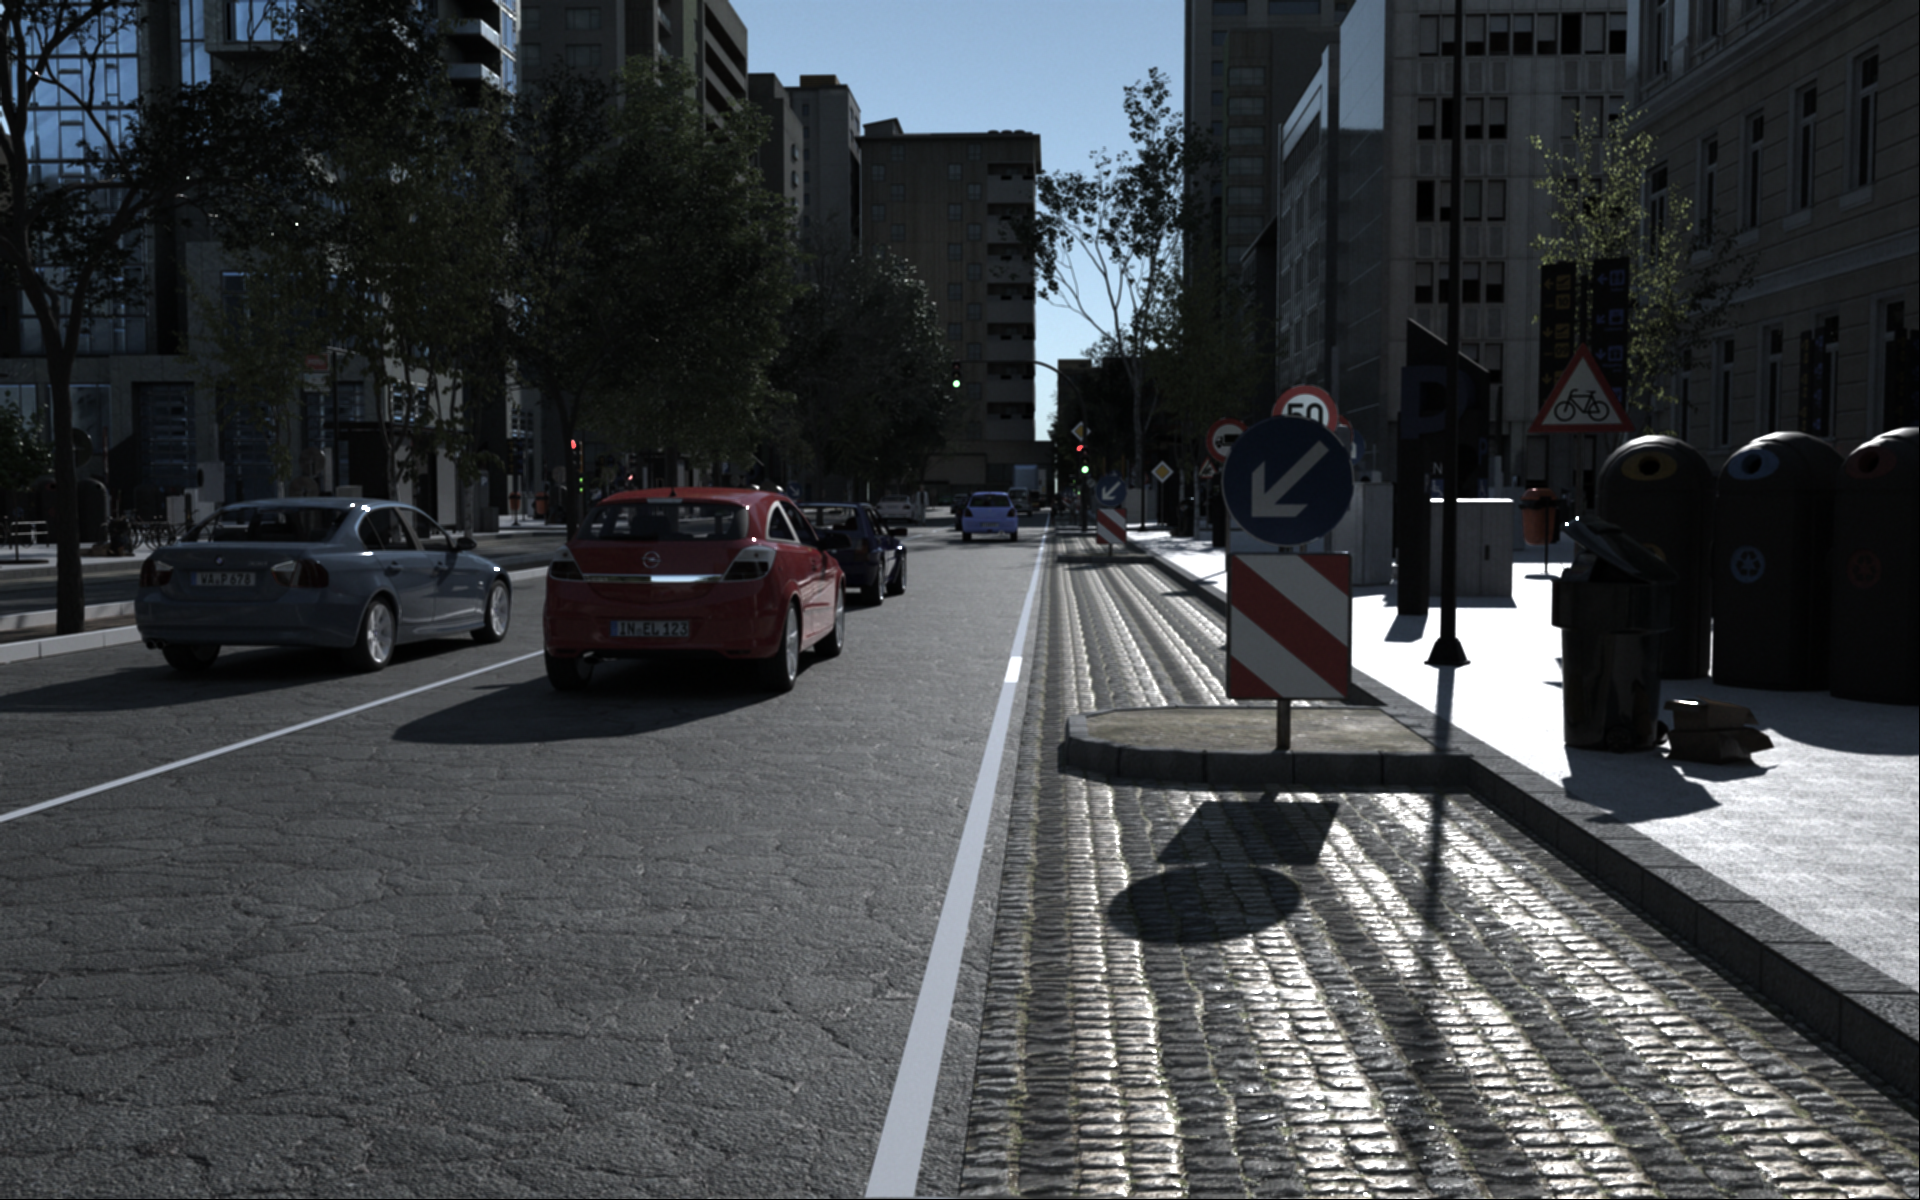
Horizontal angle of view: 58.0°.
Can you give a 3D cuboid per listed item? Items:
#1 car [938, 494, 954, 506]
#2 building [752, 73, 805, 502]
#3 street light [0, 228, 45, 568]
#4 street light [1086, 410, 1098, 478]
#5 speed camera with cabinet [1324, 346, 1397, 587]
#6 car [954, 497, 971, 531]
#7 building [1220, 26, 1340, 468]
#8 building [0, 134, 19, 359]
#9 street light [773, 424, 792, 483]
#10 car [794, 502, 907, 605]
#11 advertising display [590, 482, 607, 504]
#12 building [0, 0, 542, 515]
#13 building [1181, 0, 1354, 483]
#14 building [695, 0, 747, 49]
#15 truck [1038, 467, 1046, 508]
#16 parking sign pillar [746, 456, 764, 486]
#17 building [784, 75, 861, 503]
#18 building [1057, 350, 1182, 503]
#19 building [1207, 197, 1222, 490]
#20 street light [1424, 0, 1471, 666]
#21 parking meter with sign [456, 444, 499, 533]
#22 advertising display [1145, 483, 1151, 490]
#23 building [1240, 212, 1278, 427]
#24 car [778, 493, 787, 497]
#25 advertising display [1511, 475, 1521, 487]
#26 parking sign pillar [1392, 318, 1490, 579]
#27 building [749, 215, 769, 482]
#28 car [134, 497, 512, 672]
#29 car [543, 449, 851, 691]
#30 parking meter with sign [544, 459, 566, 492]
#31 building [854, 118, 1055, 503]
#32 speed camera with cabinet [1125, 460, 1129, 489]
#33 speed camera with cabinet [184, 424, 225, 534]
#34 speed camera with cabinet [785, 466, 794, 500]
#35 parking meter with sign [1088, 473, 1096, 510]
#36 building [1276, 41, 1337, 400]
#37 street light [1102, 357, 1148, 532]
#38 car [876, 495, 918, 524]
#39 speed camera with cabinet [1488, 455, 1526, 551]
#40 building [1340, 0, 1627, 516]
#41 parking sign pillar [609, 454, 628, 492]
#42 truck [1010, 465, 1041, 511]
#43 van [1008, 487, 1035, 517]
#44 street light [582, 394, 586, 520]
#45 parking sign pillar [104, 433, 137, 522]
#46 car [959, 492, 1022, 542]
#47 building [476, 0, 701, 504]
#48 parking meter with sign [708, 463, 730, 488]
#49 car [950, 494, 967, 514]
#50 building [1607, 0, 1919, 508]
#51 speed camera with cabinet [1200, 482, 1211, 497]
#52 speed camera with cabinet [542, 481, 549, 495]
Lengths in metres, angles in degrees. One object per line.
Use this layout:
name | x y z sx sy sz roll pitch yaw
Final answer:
car | -1.646 -12.039 205.636 1.959 1.807 4.718 0 4 2
building | -29.753 -35.102 197.625 21.600 48.544 21.300 0 4 3
street light | -16.340 -3.510 29.926 1.470 5.913 1.316 0 4 3
street light | 7.616 -7.531 95.666 1.470 5.913 1.316 0 4 3
speed camera with cabinet | 5.313 -1.811 23.952 0.660 3.252 2.038 3 4 38
car | 0.725 -3.474 69.380 1.945 1.354 3.894 0 4 2
building | 30.384 -28.873 155.664 14.154 41.232 14.086 0 4 3
building | -65.424 -15.192 93.421 28.899 21.520 27.650 0 4 3
street light | -11.746 -8.647 113.926 1.470 5.913 1.316 0 4 3
car | -1.744 -0.680 23.698 1.945 1.354 3.894 0 4 5
advertising display | -19.447 -5.355 92.764 0.974 1.923 0.123 3 4 37
building | -36.797 -47.761 93.568 22.319 86.520 31.000 0 4 3
building | 35.091 -39.664 190.509 21.231 58.520 28.212 0 4 3
building | -31.262 -32.478 154.709 21.300 48.544 21.600 0 4 3
truck | 7.743 -11.840 182.497 2.839 4.237 11.283 0 4 1
parking sign pillar | -13.161 -7.516 111.355 1.447 3.967 1.447 3 5 40
building | -28.507 -43.142 247.376 28.212 58.520 21.231 0 4 3
building | 28.496 -24.683 248.610 28.899 21.520 27.650 0 4 3
building | 31.214 -24.363 170.041 14.160 30.474 14.107 0 4 3
street light | 3.146 -2.472 12.954 1.470 5.913 1.316 0 4 3
parking meter with sign | -16.081 -3.755 57.656 1.738 3.016 0.543 2 4 32
advertising display | 11.140 -5.851 100.885 0.974 1.923 0.123 0 4 2
building | 28.960 -18.749 125.614 14.314 24.678 30.058 0 4 3
car | -8.696 -4.301 79.912 1.945 1.707 3.694 0 4 1
advertising display | 18.468 -3.202 57.563 0.123 1.923 0.974 0 4 7
parking sign pillar | 7.293 -2.306 26.175 1.447 3.967 1.447 3 5 41
building | -27.193 -24.537 172.887 14.160 30.474 14.107 0 4 3
car | -5.430 -0.202 15.312 2.014 1.417 4.499 0 4 5
car | -2.013 -0.309 14.092 2.155 1.783 4.494 0 4 3
parking meter with sign | -19.715 -5.478 85.819 1.738 3.016 0.543 -1 4 -13
building | 0.055 -40.448 250.564 27.495 52.752 28.713 0 4 3
speed camera with cabinet | 10.323 -6.428 99.429 2.038 3.252 0.660 3 4 38
speed camera with cabinet | -21.449 -3.350 49.113 0.660 3.252 2.038 -3 4 -38
speed camera with cabinet | -11.764 -7.735 120.799 0.660 3.252 2.038 0 4 3
parking meter with sign | 10.694 -8.763 139.541 0.543 3.016 1.738 -1 4 -23
building | 25.726 -17.277 100.497 12.078 24.808 19.932 0 4 3
street light | 5.663 -5.265 58.625 1.470 5.913 1.316 0 4 3
car | -3.102 -4.469 85.424 2.083 1.381 4.827 0 4 3
speed camera with cabinet | 12.427 -2.799 40.102 0.660 3.252 2.038 0 4 -6
building | 28.678 -16.092 81.128 19.932 24.808 12.078 0 4 3
parking sign pillar | -22.908 -7.808 116.129 1.447 3.967 1.447 3 4 37
truck | 5.801 -9.986 153.036 2.967 4.110 18.799 0 4 2
van | 3.788 -6.365 111.080 2.013 2.044 4.112 0 4 4
street light | -14.257 -5.840 68.024 1.470 5.913 1.316 0 4 3
parking sign pillar | -36.725 -5.339 75.769 1.447 3.967 1.447 2 4 32
car | 0.940 -2.672 53.283 1.945 1.707 3.694 0 4 2
building | -27.731 -27.222 128.672 14.154 41.232 14.086 0 4 3
parking meter with sign | -13.562 -6.084 95.728 0.543 3.016 1.738 3 5 42
car | 0.261 -7.055 127.352 2.014 1.417 4.499 0 4 3
building | 22.899 -15.232 34.949 13.634 28.700 20.117 0 4 3
speed camera with cabinet | 18.856 -8.657 135.877 0.660 3.252 2.038 -2 4 -25
speed camera with cabinet | -28.699 -7.536 117.549 0.660 3.252 2.038 1 4 23
